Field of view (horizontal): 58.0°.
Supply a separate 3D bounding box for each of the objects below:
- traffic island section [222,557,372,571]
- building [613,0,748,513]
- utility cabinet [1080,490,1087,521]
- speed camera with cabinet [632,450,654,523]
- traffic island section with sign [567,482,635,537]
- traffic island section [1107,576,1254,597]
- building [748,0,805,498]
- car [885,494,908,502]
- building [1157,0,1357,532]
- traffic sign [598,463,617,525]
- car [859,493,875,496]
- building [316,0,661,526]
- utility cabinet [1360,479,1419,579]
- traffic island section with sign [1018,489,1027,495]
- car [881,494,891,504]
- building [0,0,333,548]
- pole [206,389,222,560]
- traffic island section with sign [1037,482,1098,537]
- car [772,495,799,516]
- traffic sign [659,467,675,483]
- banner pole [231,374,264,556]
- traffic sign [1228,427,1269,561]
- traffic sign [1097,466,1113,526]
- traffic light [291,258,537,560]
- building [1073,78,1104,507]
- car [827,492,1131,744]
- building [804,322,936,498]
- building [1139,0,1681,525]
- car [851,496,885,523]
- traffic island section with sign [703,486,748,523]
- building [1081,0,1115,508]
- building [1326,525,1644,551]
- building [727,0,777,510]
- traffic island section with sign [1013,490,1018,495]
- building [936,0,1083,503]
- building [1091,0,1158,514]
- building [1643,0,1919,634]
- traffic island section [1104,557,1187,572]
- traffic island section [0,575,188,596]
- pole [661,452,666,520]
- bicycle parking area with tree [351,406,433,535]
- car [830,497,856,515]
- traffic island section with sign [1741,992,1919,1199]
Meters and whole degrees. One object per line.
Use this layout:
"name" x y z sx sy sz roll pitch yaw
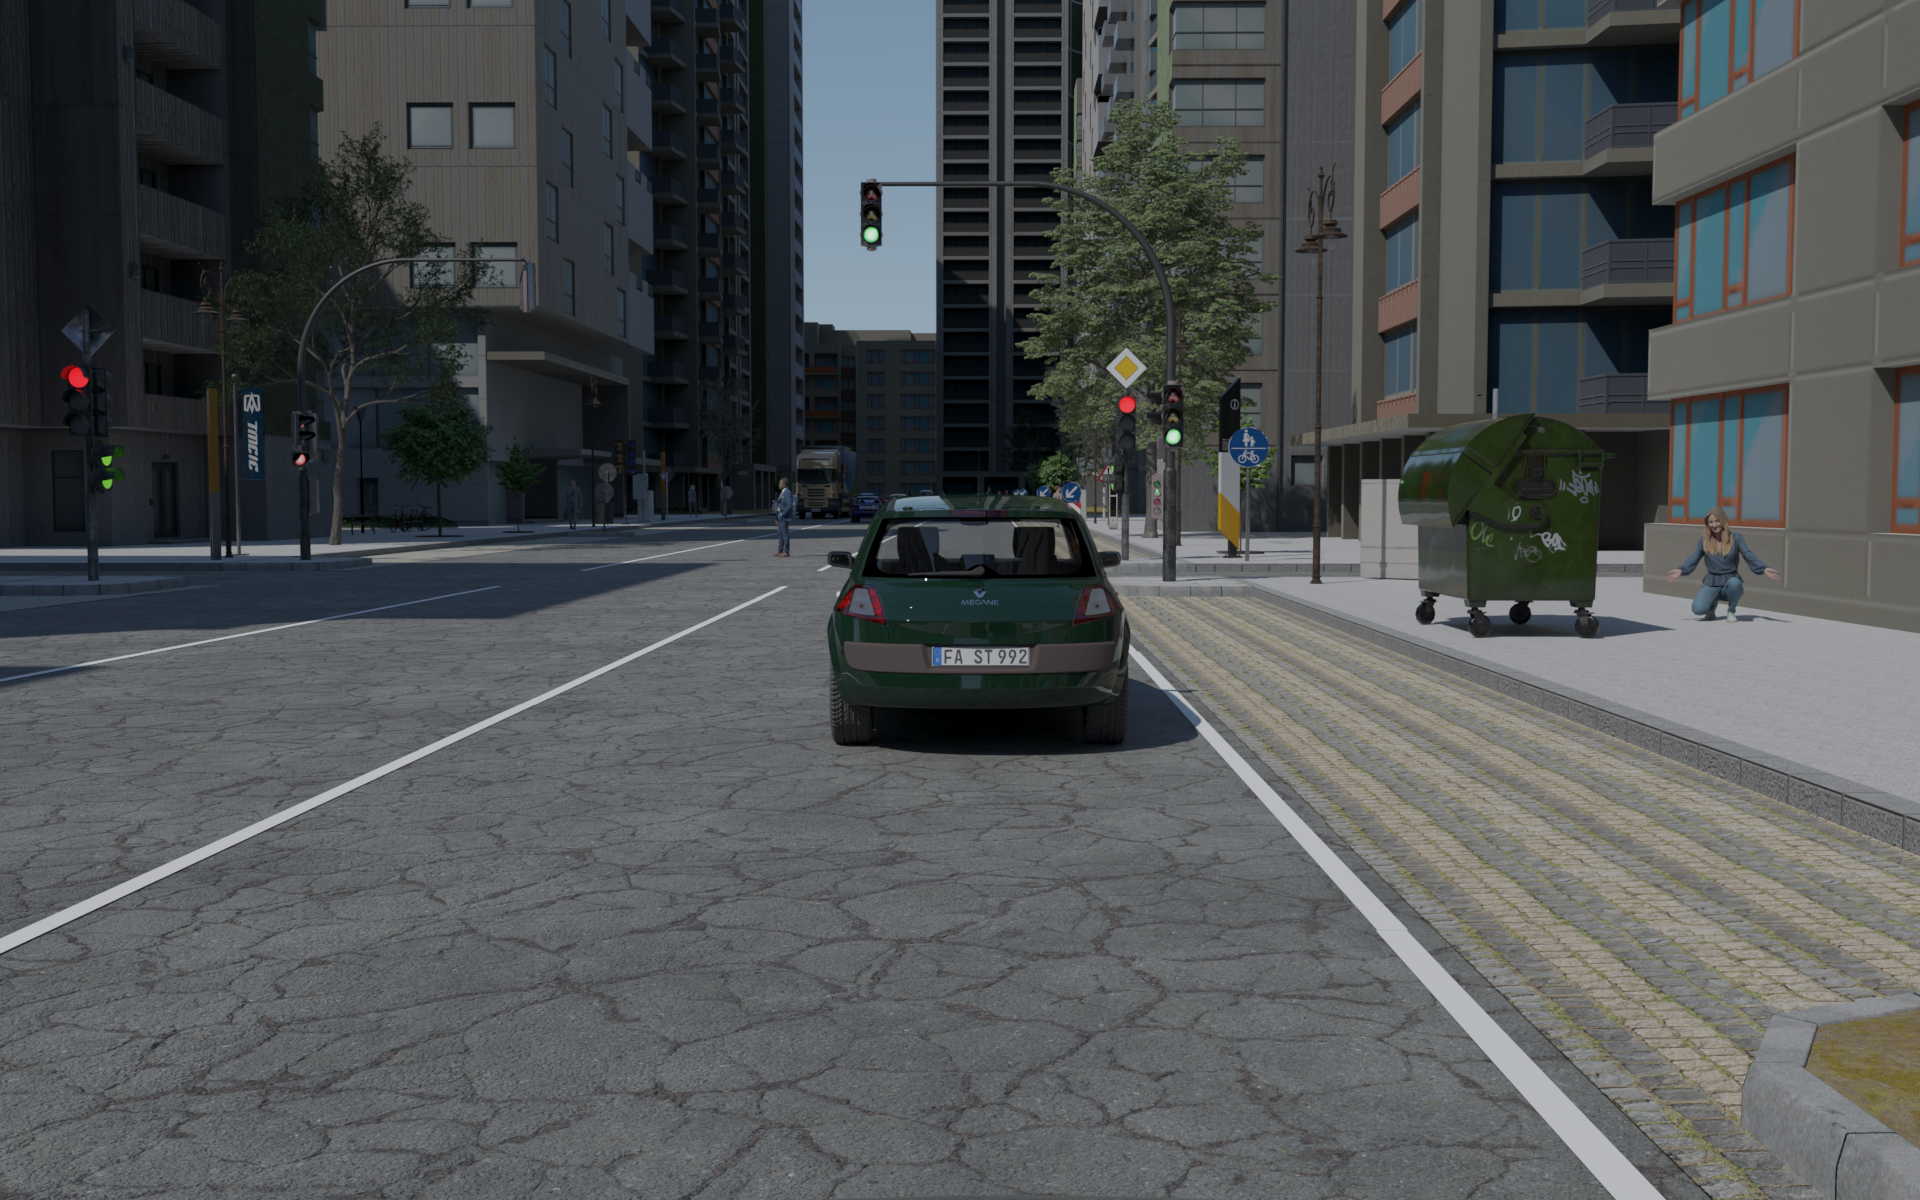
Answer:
"traffic island section" -12.733 -0.696 33.654 2.009 0.180 2.903 0 4 1
"building" -27.264 -28.655 123.140 22.147 44.769 28.867 0 4 1
"utility cabinet" 5.917 -4.535 82.826 0.318 1.500 1.173 0 4 5
"speed camera with cabinet" -14.367 -5.148 78.501 0.660 3.252 2.038 0 4 1
"traffic island section with sign" -12.023 -3.035 58.250 1.989 1.847 2.006 0 4 1
"traffic island section" 3.083 -0.192 25.420 2.009 0.180 2.903 0 4 1
"building" -29.875 -38.453 170.703 28.212 58.520 21.231 0 4 1
"car" -4.236 -6.762 120.783 2.015 1.641 3.980 0 4 1
"building" 14.177 -23.267 64.009 14.154 41.232 14.086 0 4 1
"traffic sign" -14.506 -4.352 71.258 0.768 2.556 0.104 0 4 5
"car" -7.537 -7.987 140.186 1.945 1.707 3.694 0 4 1
"building" -29.732 -30.018 80.040 28.713 52.752 27.495 0 4 1
"utility cabinet" 6.618 -1.058 25.979 1.173 1.500 0.318 3 5 41
"traffic island section with sign" 4.029 -4.732 85.989 1.989 1.847 2.006 0 4 1
"car" -7.283 -10.159 175.136 2.155 1.783 4.494 0 4 1
"building" -25.969 -16.679 44.397 14.160 30.474 14.107 0 4 1
"pole" -14.473 -2.431 33.595 0.158 3.312 0.155 0 3 0
"traffic island section with sign" 3.598 -3.026 58.106 1.989 1.847 2.006 0 4 1
"car" -11.357 -6.267 114.835 2.083 1.381 4.827 0 4 1
"traffic sign" -14.098 -5.109 83.267 0.795 2.593 0.064 0 4 8
"banner pole" -14.857 -2.817 36.079 0.863 3.779 0.401 1 4 12
"traffic sign" 5.491 -2.013 33.025 0.768 2.556 0.104 0 4 3
"traffic sign" 6.021 -4.299 70.295 0.884 2.594 0.081 1 4 9
"traffic light" -10.600 -3.600 33.522 4.771 5.953 1.251 0 4 1
"building" 18.332 -29.989 173.920 14.154 41.232 14.086 0 4 1
"car" 0.100 -0.094 11.323 2.009 1.686 4.222 0 4 0
"building" -17.005 -22.265 209.079 28.899 21.520 27.650 0 4 1
"building" 21.727 -26.825 93.210 22.147 44.769 28.867 0 4 1
"car" -4.571 -4.609 87.937 1.945 1.354 3.894 0 4 2
"traffic island section with sign" -11.598 -4.726 85.894 1.989 1.847 2.006 0 4 1
"building" 24.833 -34.432 152.207 28.713 52.752 27.495 0 4 1
"building" 24.198 -23.959 46.361 28.867 44.769 22.147 0 4 1
"building" -26.546 -43.363 147.238 20.563 71.187 20.611 0 4 1
"traffic island section with sign" 5.219 -9.426 162.748 1.989 1.847 2.006 0 4 1
"building" 7.698 -46.839 204.069 20.611 71.187 20.563 0 4 1
"building" 21.639 -30.786 122.961 23.786 49.044 30.456 0 4 1
"building" 22.523 -9.927 7.343 27.650 21.520 28.899 0 4 1
"traffic island section" 3.206 -0.680 33.404 2.009 0.180 2.903 0 4 1
"traffic island section" -12.856 -0.207 25.670 2.009 0.180 2.903 0 4 1
"pole" -14.483 -5.543 84.464 0.158 3.312 0.155 0 3 0
"bicycle parking area with tree" -22.137 -4.279 56.958 8.231 4.147 9.016 1 4 16
"car" -7.953 -6.560 119.050 2.131 1.459 4.920 0 3 0
"traffic island section with sign" 2.746 0.319 3.407 1.989 1.847 2.006 0 4 1
